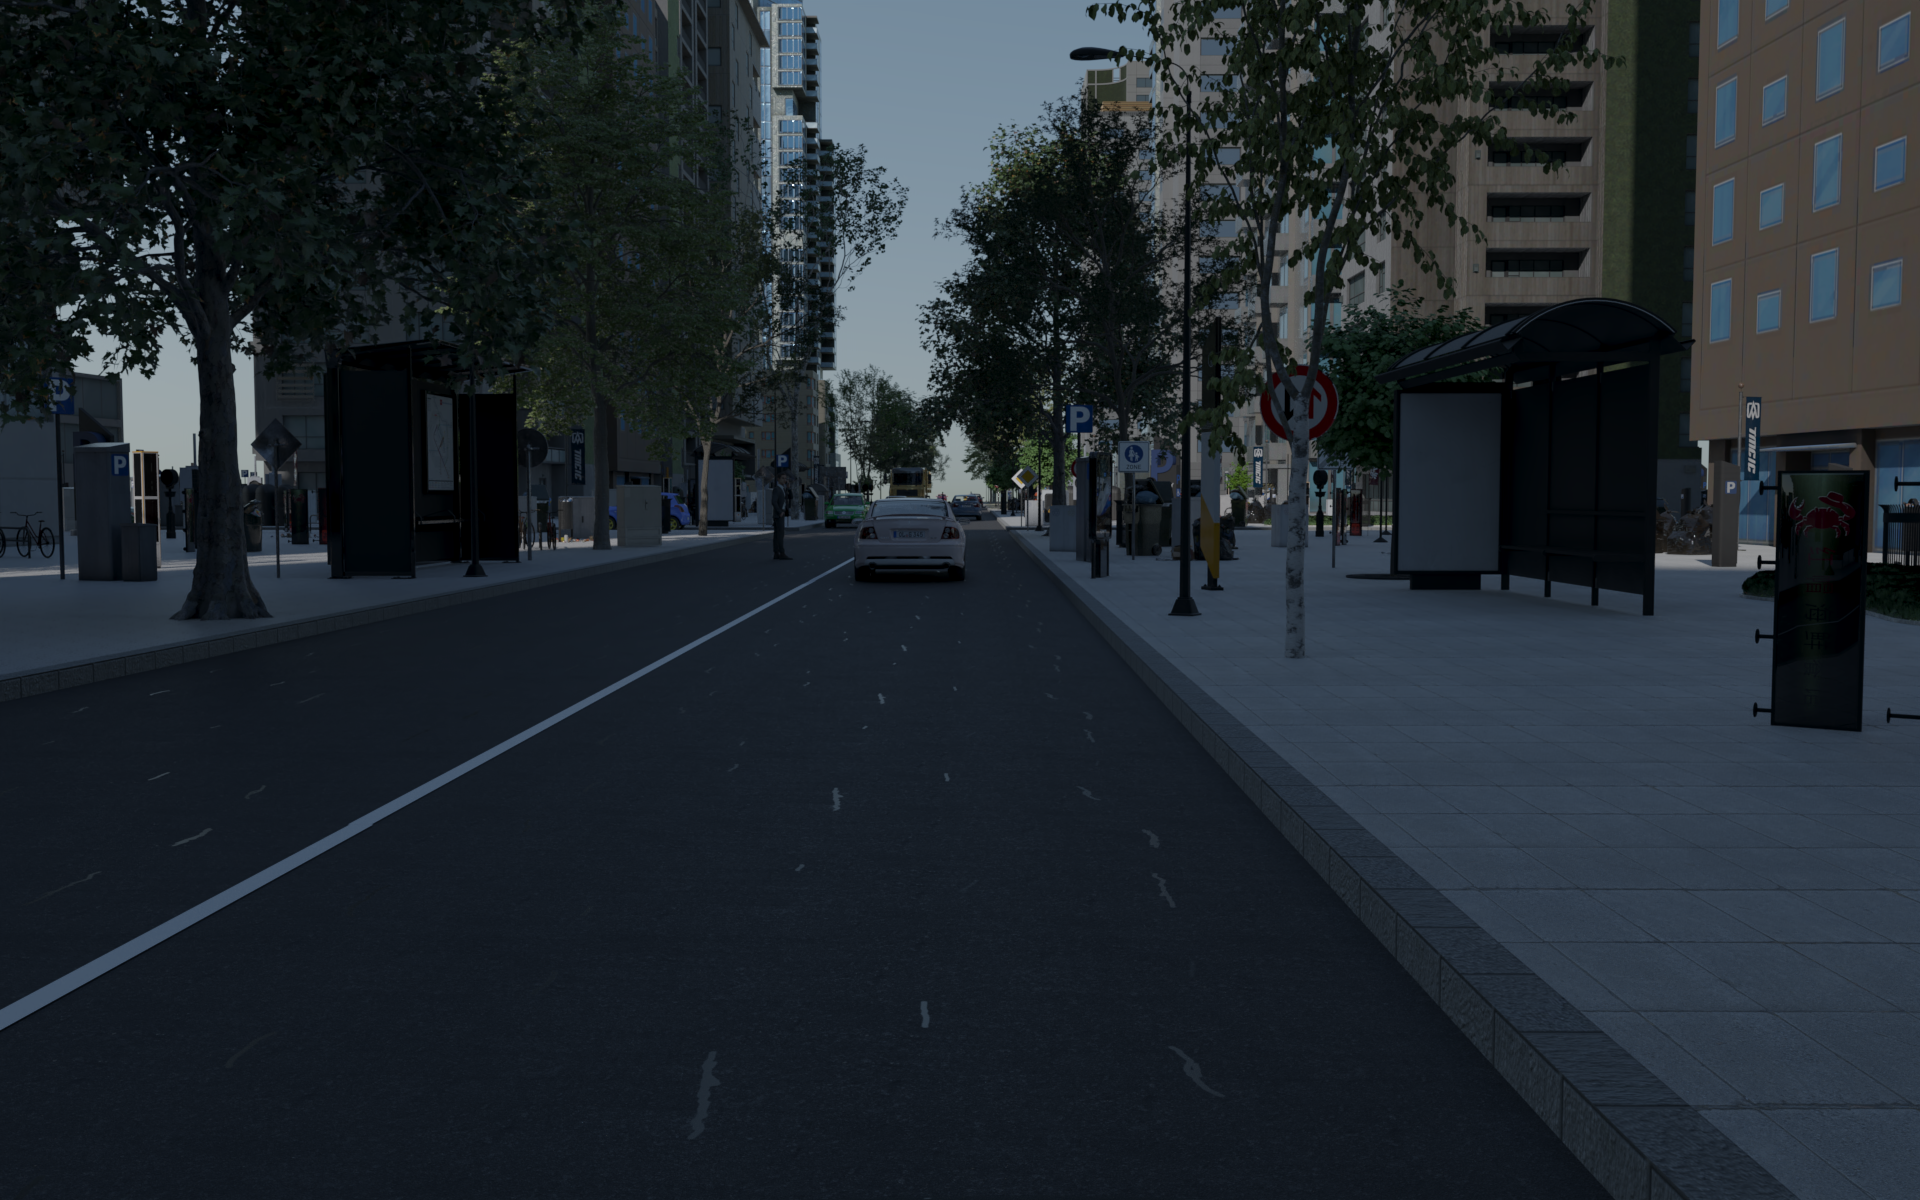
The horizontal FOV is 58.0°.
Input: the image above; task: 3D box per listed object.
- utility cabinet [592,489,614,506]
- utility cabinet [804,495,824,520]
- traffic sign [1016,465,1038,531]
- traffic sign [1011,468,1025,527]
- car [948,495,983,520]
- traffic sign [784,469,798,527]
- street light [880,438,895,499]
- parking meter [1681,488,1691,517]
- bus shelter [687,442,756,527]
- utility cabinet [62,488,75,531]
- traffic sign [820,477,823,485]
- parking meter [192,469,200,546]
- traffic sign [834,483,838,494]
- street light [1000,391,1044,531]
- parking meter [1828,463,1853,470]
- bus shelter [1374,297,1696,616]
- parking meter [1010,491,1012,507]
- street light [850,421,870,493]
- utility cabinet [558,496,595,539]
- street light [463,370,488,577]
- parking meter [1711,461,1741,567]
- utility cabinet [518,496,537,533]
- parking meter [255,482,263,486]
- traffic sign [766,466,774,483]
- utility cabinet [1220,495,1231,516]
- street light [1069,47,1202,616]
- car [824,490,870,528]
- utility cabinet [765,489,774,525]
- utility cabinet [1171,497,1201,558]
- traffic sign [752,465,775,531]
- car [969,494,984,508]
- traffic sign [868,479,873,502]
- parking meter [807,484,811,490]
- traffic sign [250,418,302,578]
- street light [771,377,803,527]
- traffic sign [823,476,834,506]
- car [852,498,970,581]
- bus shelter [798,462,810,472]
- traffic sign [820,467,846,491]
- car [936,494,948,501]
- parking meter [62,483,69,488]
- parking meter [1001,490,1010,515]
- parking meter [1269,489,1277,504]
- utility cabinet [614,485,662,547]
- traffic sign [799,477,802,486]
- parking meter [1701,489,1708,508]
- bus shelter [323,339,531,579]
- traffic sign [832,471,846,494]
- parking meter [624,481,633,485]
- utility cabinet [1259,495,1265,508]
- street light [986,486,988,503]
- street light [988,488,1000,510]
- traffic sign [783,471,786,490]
[{"bbox_3d":[-15.324,-4.058,75.027,1.173,1.500,0.318,-1,4,-18],"label":"utility cabinet"},{"bbox_3d":[-7.349,-4.651,87.207,1.020,1.237,0.306,1,4,15],"label":"utility cabinet"},{"bbox_3d":[2.356,-3.455,60.135,0.795,2.450,0.064,0,4,0],"label":"traffic sign"},{"bbox_3d":[2.416,-3.944,68.120,0.795,2.450,0.064,0,4,0],"label":"traffic sign"},{"bbox_3d":[0.293,-5.112,95.580,2.014,1.417,4.499,0,4,-1],"label":"car"},{"bbox_3d":[-6.778,-3.949,68.209,0.795,2.450,0.064,0,4,0],"label":"traffic sign"},{"bbox_3d":[-6.080,-10.522,144.581,1.470,5.913,1.316,0,4,0],"label":"street light"},{"bbox_3d":[29.150,-3.739,69.544,0.372,1.533,0.369,0,3,0],"label":"parking meter"},{"bbox_3d":[-9.594,-4.670,70.270,2.014,3.302,5.546,0,4,0],"label":"bus shelter"},{"bbox_3d":[-29.801,-3.068,58.843,1.173,1.500,0.318,-3,4,-36],"label":"utility cabinet"},{"bbox_3d":[-10.433,-7.805,127.719,0.768,2.556,0.104,1,4,8],"label":"traffic sign"},{"bbox_3d":[-17.798,-2.141,40.716,0.255,1.863,0.399,3,4,38],"label":"parking meter"},{"bbox_3d":[-9.015,-7.642,125.054,0.768,2.556,0.104,1,4,8],"label":"traffic sign"},{"bbox_3d":[2.201,-5.325,59.611,1.470,5.913,1.316,0,4,0],"label":"street light"},{"bbox_3d":[16.536,-1.642,32.557,0.255,1.863,0.399,-2,4,-30],"label":"parking meter"},{"bbox_3d":[6.563,-1.633,20.621,2.014,3.302,5.546,0,4,0],"label":"bus shelter"},{"bbox_3d":[3.951,-7.927,138.009,0.372,1.533,0.369,0,3,0],"label":"parking meter"},{"bbox_3d":[-6.366,-8.376,109.489,1.470,5.913,1.316,0,4,0],"label":"street light"},{"bbox_3d":[-11.059,-2.375,50.000,1.020,1.237,0.306,0,4,-1],"label":"utility cabinet"},{"bbox_3d":[-6.977,-3.312,26.684,1.470,5.913,1.316,0,4,0],"label":"street light"},{"bbox_3d":[13.490,-1.516,30.493,0.399,1.863,0.255,-1,4,-12],"label":"parking meter"},{"bbox_3d":[-14.317,-2.790,56.775,1.020,1.237,0.306,2,4,33],"label":"utility cabinet"},{"bbox_3d":[-34.327,-4.844,84.917,0.255,1.863,0.399,2,4,27],"label":"parking meter"},{"bbox_3d":[-8.740,-4.824,78.978,0.768,2.556,0.104,0,4,2],"label":"traffic sign"},{"bbox_3d":[15.290,-5.349,98.615,1.020,1.237,0.306,0,4,1],"label":"utility cabinet"},{"bbox_3d":[1.839,-2.791,18.171,1.470,5.913,1.316,0,4,0],"label":"street light"},{"bbox_3d":[-4.781,-3.997,74.150,1.959,1.807,4.718,0,4,1],"label":"car"},{"bbox_3d":[-7.730,-3.866,71.893,0.318,1.500,1.173,1,4,12],"label":"utility cabinet"},{"bbox_3d":[4.586,-1.453,34.911,0.306,1.237,1.020,2,4,30],"label":"utility cabinet"},{"bbox_3d":[-6.838,-3.461,60.225,0.795,2.450,0.064,0,4,0],"label":"traffic sign"},{"bbox_3d":[1.560,-10.780,185.288,2.155,1.783,4.494,0,4,0],"label":"car"},{"bbox_3d":[-7.084,-8.180,133.852,0.768,2.556,0.104,1,4,9],"label":"traffic sign"},{"bbox_3d":[-8.681,-5.812,100.745,0.399,1.863,0.255,3,4,38],"label":"parking meter"},{"bbox_3d":[-10.429,-1.545,26.439,0.795,2.450,0.064,0,4,2],"label":"traffic sign"},{"bbox_3d":[-6.710,-5.840,68.027,1.470,5.913,1.316,0,4,0],"label":"street light"},{"bbox_3d":[-7.470,-5.885,98.355,0.606,2.300,0.079,0,4,2],"label":"traffic sign"},{"bbox_3d":[-0.854,-1.080,30.015,2.083,1.381,4.827,0,4,-1],"label":"car"},{"bbox_3d":[-10.388,-6.817,105.374,2.014,3.302,5.546,0,4,1],"label":"bus shelter"},{"bbox_3d":[-9.551,-8.226,128.368,2.265,3.308,0.079,0,4,1],"label":"traffic sign"},{"bbox_3d":[-3.151,-17.885,301.456,2.155,1.783,4.494,0,4,-1],"label":"car"},{"bbox_3d":[-45.657,-5.050,88.285,0.399,1.863,0.255,0,4,2],"label":"parking meter"},{"bbox_3d":[2.747,-6.115,108.394,0.372,1.533,0.369,0,3,0],"label":"parking meter"},{"bbox_3d":[16.346,-5.017,90.440,0.372,1.533,0.369,0,3,0],"label":"parking meter"},{"bbox_3d":[-7.796,-2.047,42.155,0.318,1.500,1.173,3,4,38],"label":"utility cabinet"},{"bbox_3d":[-11.419,-7.398,121.055,0.768,2.556,0.104,1,4,10],"label":"traffic sign"},{"bbox_3d":[38.865,-5.022,90.519,0.372,1.533,0.369,0,3,0],"label":"parking meter"},{"bbox_3d":[-8.741,-2.318,29.178,1.731,3.624,6.357,0,4,1],"label":"bus shelter"},{"bbox_3d":[-6.741,-5.886,96.343,0.768,2.556,0.104,0,4,7],"label":"traffic sign"},{"bbox_3d":[-15.045,-4.455,78.555,0.399,1.863,0.255,0,4,3],"label":"parking meter"},{"bbox_3d":[15.558,-4.775,89.237,0.306,1.237,1.020,1,4,13],"label":"utility cabinet"},{"bbox_3d":[2.847,-10.418,142.880,1.470,5.913,1.316,0,4,0],"label":"street light"},{"bbox_3d":[2.548,-7.848,100.853,1.470,5.913,1.316,0,4,0],"label":"street light"},{"bbox_3d":[-9.834,-5.943,97.282,0.768,2.556,0.104,0,4,5],"label":"traffic sign"}]
